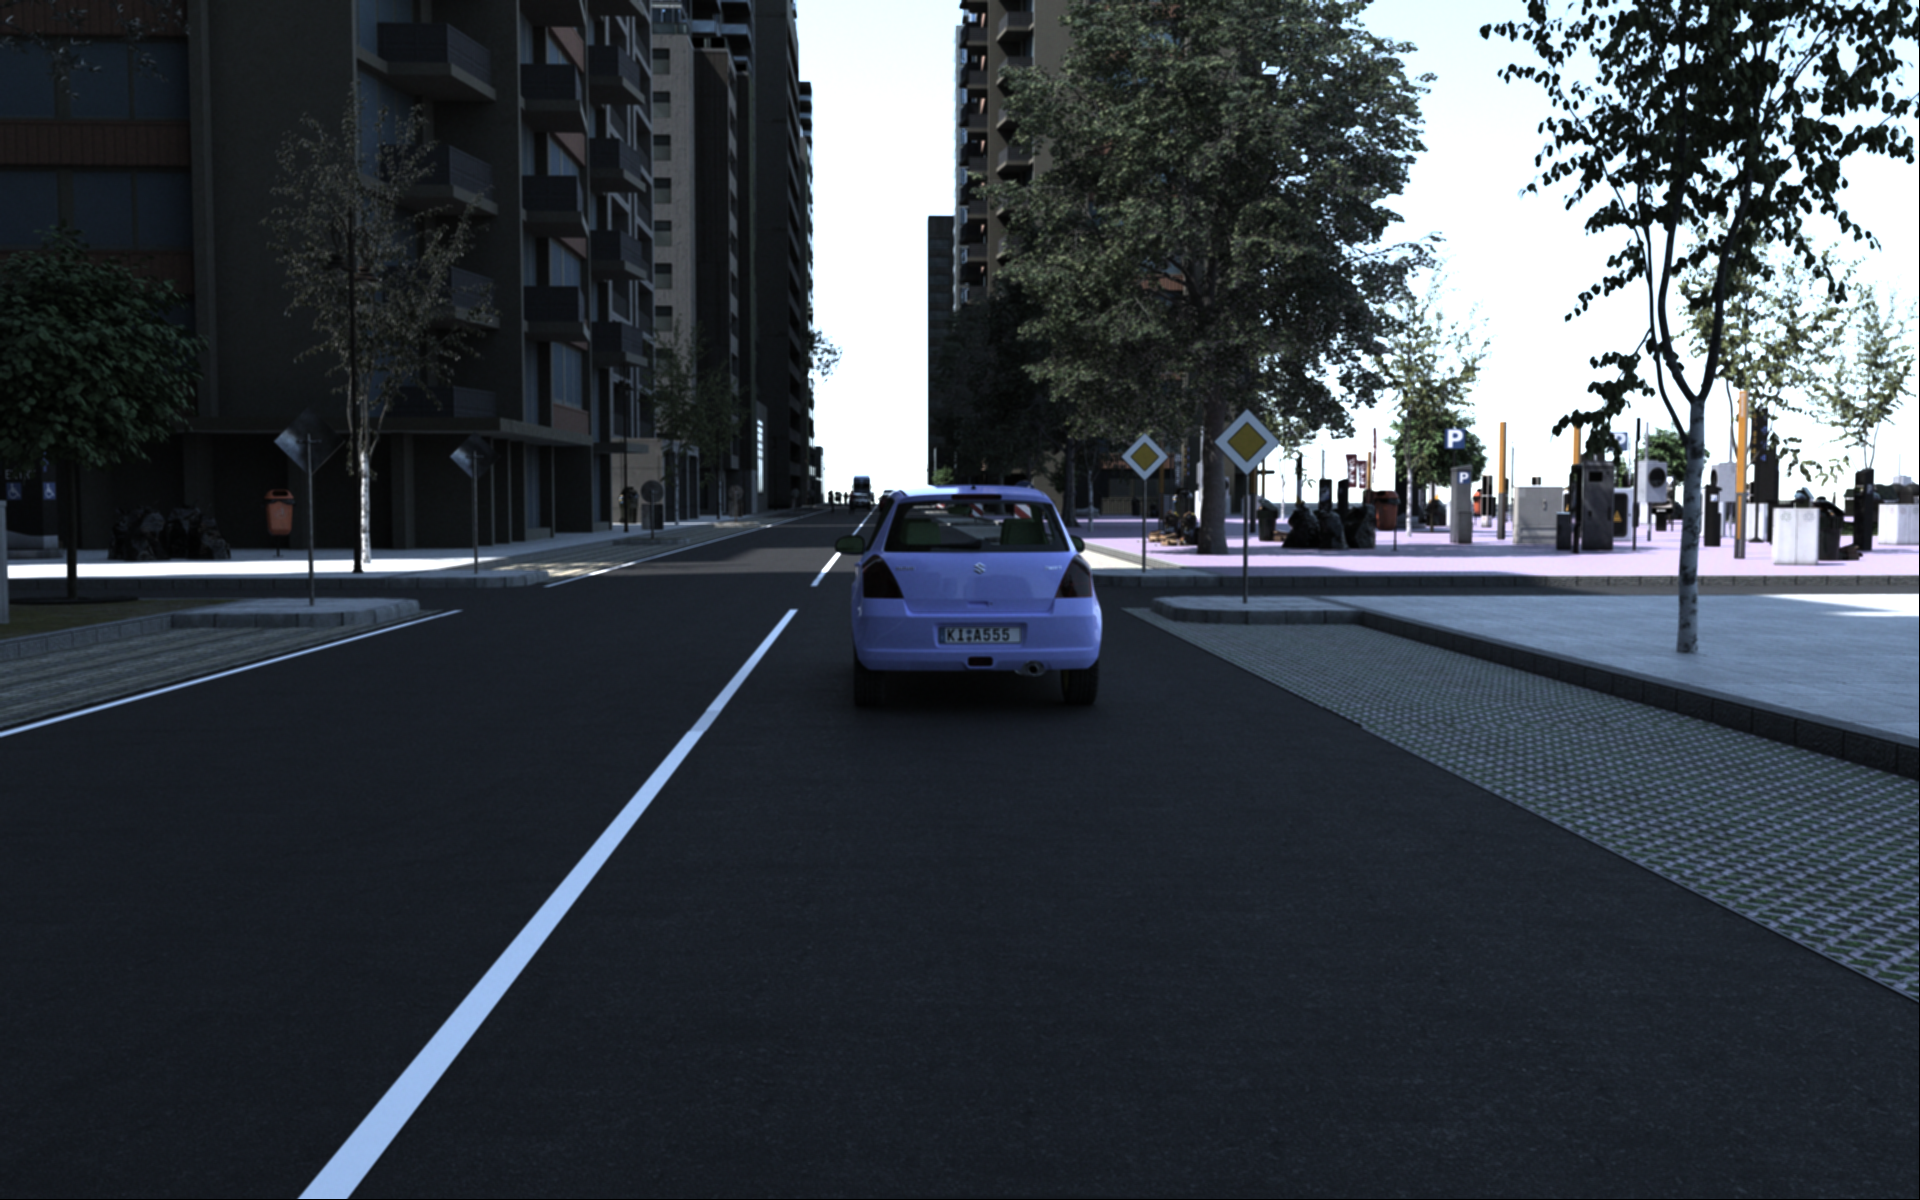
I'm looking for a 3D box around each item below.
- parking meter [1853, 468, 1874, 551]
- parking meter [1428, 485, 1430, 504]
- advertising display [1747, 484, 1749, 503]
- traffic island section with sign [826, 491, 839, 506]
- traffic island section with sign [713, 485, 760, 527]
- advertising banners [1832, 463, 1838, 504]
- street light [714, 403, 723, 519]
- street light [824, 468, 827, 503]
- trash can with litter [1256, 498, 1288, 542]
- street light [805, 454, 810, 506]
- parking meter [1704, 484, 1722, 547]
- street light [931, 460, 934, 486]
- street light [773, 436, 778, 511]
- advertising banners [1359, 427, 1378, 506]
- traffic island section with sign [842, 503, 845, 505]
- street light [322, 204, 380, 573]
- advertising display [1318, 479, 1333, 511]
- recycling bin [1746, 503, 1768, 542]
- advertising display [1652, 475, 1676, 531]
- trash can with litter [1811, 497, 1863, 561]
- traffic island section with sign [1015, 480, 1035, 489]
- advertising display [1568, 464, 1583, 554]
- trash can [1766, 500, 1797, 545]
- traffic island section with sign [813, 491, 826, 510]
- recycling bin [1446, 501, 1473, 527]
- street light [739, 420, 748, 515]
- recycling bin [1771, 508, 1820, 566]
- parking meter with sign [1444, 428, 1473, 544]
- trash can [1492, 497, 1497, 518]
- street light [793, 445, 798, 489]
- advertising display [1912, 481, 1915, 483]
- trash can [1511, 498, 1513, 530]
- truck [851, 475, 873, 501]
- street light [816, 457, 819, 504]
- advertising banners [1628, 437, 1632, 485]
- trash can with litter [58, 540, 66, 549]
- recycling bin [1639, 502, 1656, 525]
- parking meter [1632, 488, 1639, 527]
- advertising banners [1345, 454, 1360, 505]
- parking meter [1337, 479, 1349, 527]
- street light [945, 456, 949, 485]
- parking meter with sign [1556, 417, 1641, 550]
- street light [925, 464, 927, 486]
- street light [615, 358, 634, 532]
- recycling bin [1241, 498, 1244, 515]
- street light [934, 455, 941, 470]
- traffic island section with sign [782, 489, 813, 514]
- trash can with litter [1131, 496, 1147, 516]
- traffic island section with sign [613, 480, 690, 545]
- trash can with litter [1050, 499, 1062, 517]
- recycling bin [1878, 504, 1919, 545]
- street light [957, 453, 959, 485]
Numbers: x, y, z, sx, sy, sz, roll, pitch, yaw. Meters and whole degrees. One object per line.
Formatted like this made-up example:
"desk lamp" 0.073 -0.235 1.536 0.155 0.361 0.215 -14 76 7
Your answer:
"parking meter" 20.534 -2.058 39.365 0.399 1.863 0.255 -2 4 -29
"parking meter" 27.017 -5.710 99.072 0.399 1.863 0.255 -1 4 -16
"advertising display" 48.419 -6.137 105.551 0.974 1.923 0.123 2 4 31
"traffic island section with sign" -15.529 -12.230 208.587 1.989 1.847 2.006 0 4 -2
"traffic island section with sign" -9.909 -4.175 76.883 1.989 1.847 2.006 0 4 -2
"advertising banners" 47.244 -5.952 93.505 0.090 3.025 2.074 1 4 21
"street light" -12.314 -7.051 88.071 0.468 5.910 1.993 0 4 -2
"street light" -19.352 -16.862 248.488 0.468 5.910 1.993 0 4 -2
"trash can with litter" 8.528 -2.168 46.838 0.624 1.170 1.055 -3 5 -39
"street light" -16.542 -13.129 187.454 0.468 5.910 1.993 0 4 -2
"parking meter" 18.412 -2.076 42.347 0.372 1.533 0.369 0 3 0
"street light" -3.653 -15.846 231.875 0.468 5.910 1.993 0 4 -2
"street light" -14.340 -9.889 134.469 0.468 5.910 1.993 0 4 -2
"advertising banners" 10.898 -3.051 46.077 0.090 3.025 2.074 0 4 6
"traffic island section with sign" -16.710 -13.930 236.386 1.989 1.847 2.006 0 4 -2
"street light" -9.798 -3.377 27.999 0.468 5.910 1.993 0 4 -2
"advertising display" 15.389 -4.143 72.945 0.123 1.923 0.974 -1 4 -17
"recycling bin" 21.621 -2.114 47.115 0.722 1.027 0.722 3 5 41
"advertising display" 24.215 -3.336 59.762 0.123 1.923 0.974 -2 4 -33
"trash can with litter" 16.943 -1.357 33.579 1.055 1.170 0.624 -1 4 -22
"traffic island section with sign" 1.728 -2.603 51.191 1.989 1.847 2.006 0 4 -2
"advertising display" 13.407 -1.988 37.711 0.123 1.923 0.974 1 4 12
"trash can" 20.699 -1.959 43.687 0.748 1.137 0.748 0 3 0
"traffic island section with sign" -13.237 -8.938 154.770 1.989 1.847 2.006 0 4 -2
"recycling bin" 19.297 -3.326 66.931 0.722 1.027 0.722 -2 4 -25
"street light" -13.028 -8.049 104.383 0.468 5.910 1.993 0 4 -2
"recycling bin" 15.146 -1.153 31.403 0.722 1.027 0.722 1 4 22
"parking meter with sign" 13.067 -2.996 45.238 0.543 3.016 1.738 0 4 5
"trash can" 28.693 -5.020 93.738 0.748 1.137 0.748 0 3 0
"street light" -15.599 -11.730 164.569 0.468 5.910 1.993 0 4 -2
"advertising display" 46.583 -4.912 85.527 0.123 1.923 0.974 -3 5 -43
"trash can" 18.985 -2.867 58.521 0.748 1.137 0.748 0 3 0
"truck" -14.049 -15.734 247.009 2.967 4.110 18.799 0 4 -4
"street light" -17.924 -14.991 217.893 0.468 5.910 1.993 0 4 -2
"advertising banners" 20.049 -3.426 52.207 0.090 3.025 2.074 2 4 30
"trash can with litter" -19.668 -1.569 37.043 1.055 1.170 0.624 -2 4 -32
"recycling bin" 28.696 -3.634 71.978 0.722 1.027 0.722 2 4 33
"parking meter" 26.315 -3.621 67.606 0.372 1.533 0.369 0 3 0
"advertising banners" 17.713 -4.821 75.009 2.074 3.025 0.090 1 4 9
"parking meter" 14.540 -3.675 65.790 0.255 1.863 0.399 -2 4 -33
"street light" -1.362 -12.632 179.313 0.468 5.910 1.993 0 4 -2
"parking meter with sign" 14.597 -2.655 39.664 1.738 3.016 0.543 1 4 15
"street light" -5.060 -17.724 262.577 0.468 5.910 1.993 0 4 -2
"street light" -11.240 -5.220 58.141 0.468 5.910 1.993 0 4 -2
"recycling bin" 17.391 -5.600 104.115 0.722 1.027 0.722 3 5 42
"street light" -2.419 -14.016 201.952 0.468 5.910 1.993 0 4 -2
"traffic island section with sign" -12.087 -7.291 127.839 1.989 1.847 2.006 0 4 -2
"trash can with litter" 10.543 -5.508 101.444 1.055 1.170 0.624 0 4 -2
"traffic island section with sign" -8.729 -2.480 49.179 1.989 1.847 2.006 0 4 -2
"trash can with litter" 4.638 -4.510 85.118 1.055 1.170 0.624 1 4 18
"recycling bin" 23.641 -1.897 43.562 0.722 1.027 0.722 0 4 -7
"street light" -0.112 -10.793 149.245 0.468 5.910 1.993 0 4 -2
